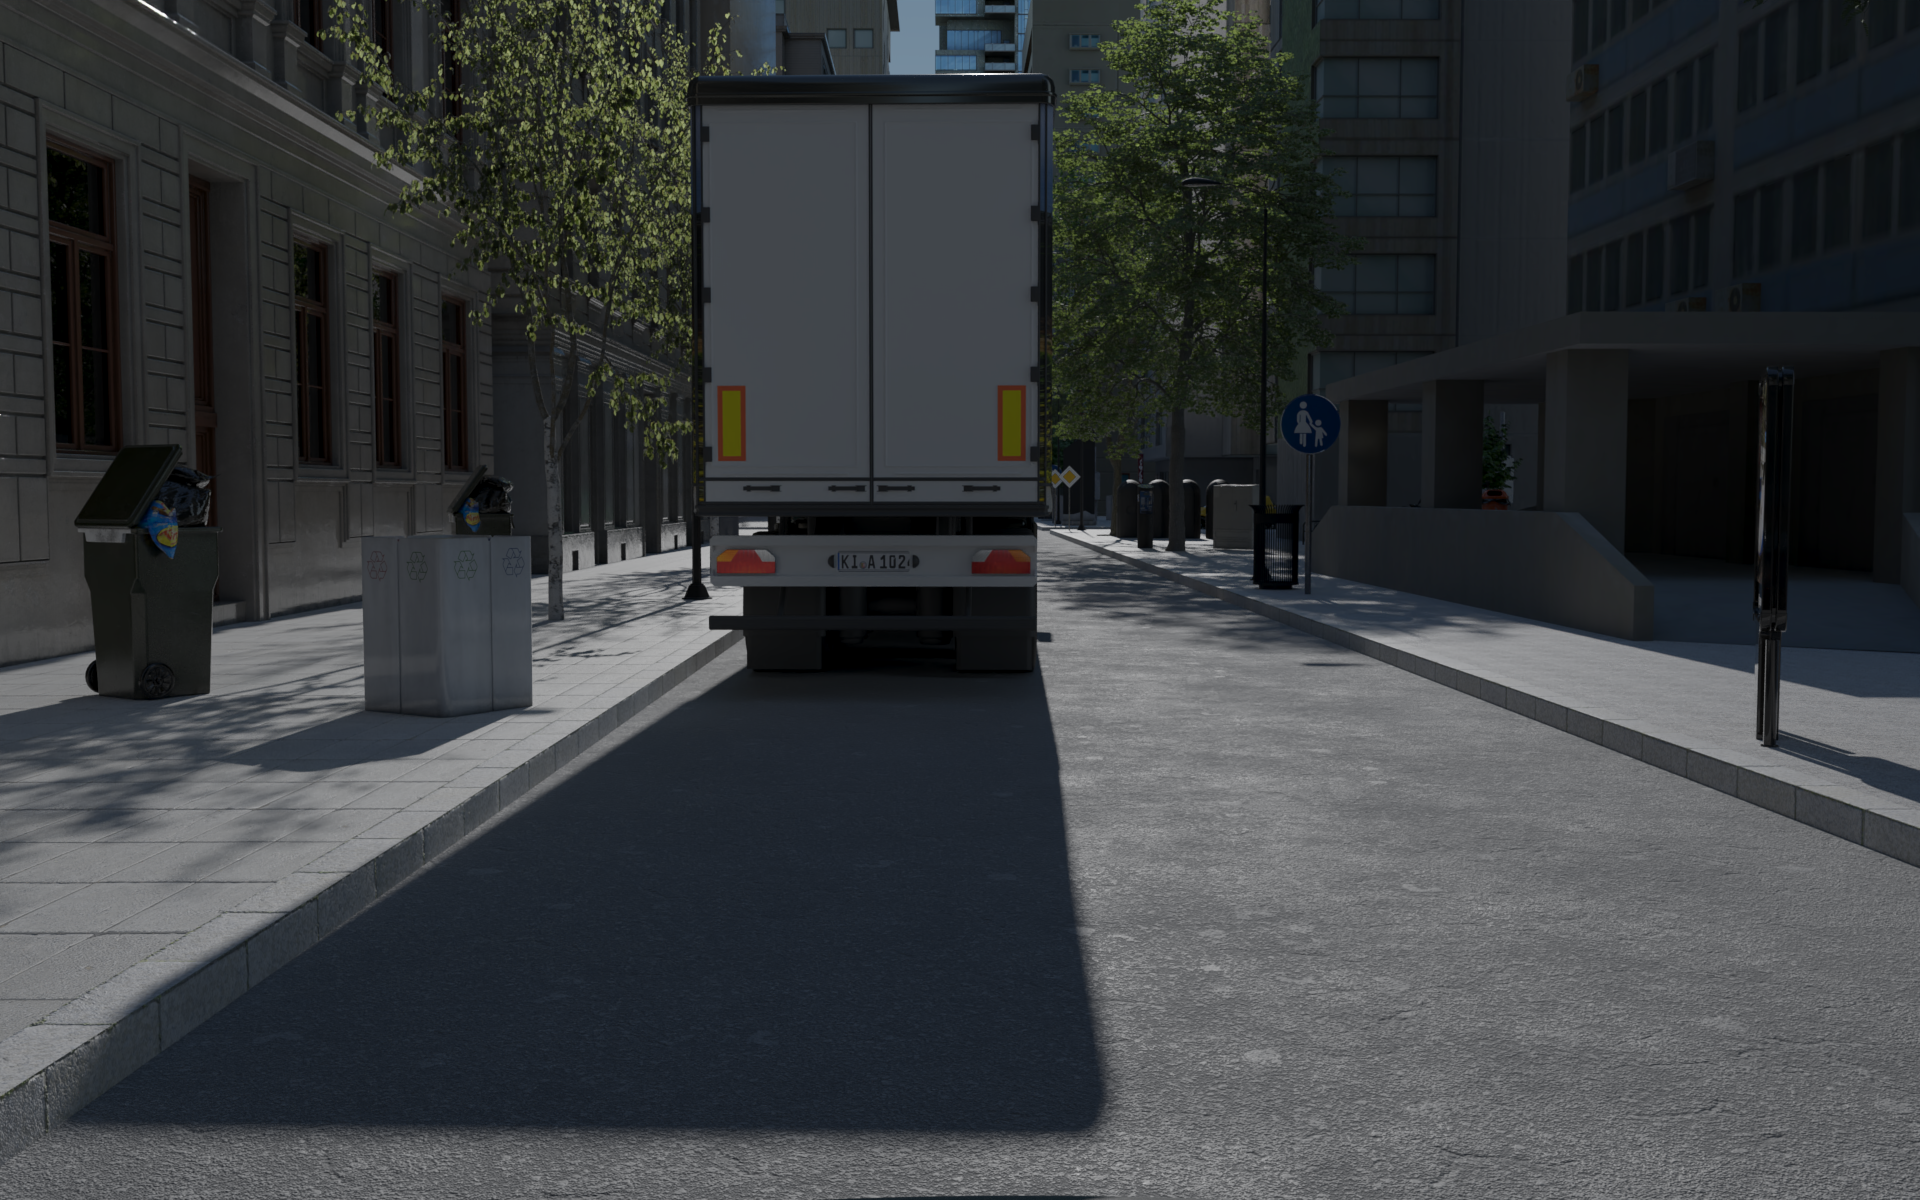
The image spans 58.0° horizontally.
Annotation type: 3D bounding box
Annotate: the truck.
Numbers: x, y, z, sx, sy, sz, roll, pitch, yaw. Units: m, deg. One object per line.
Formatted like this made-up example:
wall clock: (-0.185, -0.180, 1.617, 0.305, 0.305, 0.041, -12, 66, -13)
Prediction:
truck: (-0.449, -1.731, 17.216, 2.839, 4.237, 11.283, 0, 4, 2)

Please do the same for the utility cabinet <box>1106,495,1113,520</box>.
utility cabinet: (7.413, -4.505, 84.813, 0.306, 1.237, 1.020, 1, 4, 20)

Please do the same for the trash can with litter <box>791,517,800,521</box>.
trash can with litter: (-4.624, -2.083, 45.443, 1.055, 1.170, 0.624, -1, 4, -13)

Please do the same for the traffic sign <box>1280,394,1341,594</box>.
traffic sign: (4.456, -1.346, 22.111, 0.768, 2.556, 0.104, 0, 4, 2)

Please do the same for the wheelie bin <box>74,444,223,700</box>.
wheelie bin: (-5.173, -0.194, 11.079, 0.980, 1.594, 0.693, 2, 4, 34)

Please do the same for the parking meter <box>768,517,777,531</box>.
parking meter: (-4.656, -2.153, 43.608, 0.372, 1.533, 0.369, 0, 3, 0)

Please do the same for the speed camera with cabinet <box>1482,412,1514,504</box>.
speed camera with cabinet: (12.649, -2.942, 42.437, 0.660, 3.252, 2.038, -2, 4, -23)

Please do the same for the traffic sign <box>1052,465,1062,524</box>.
traffic sign: (4.059, -4.606, 75.409, 0.768, 2.556, 0.104, 1, 4, 9)

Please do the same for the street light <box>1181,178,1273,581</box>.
street light: (3.951, -3.246, 25.611, 1.470, 5.913, 1.316, 0, 4, 0)

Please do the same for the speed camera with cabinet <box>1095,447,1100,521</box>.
speed camera with cabinet: (5.215, -4.806, 72.909, 0.660, 3.252, 2.038, -1, 4, -20)

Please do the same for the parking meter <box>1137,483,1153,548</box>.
parking meter: (4.398, -1.999, 41.087, 0.372, 1.533, 0.369, 0, 3, 0)

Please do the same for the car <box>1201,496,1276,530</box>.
car: (10.250, -3.409, 65.964, 3.980, 1.641, 2.015, 0, 4, 0)

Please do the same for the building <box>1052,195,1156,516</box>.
building: (20.461, -16.493, 114.706, 27.650, 21.520, 28.899, 0, 4, 0)

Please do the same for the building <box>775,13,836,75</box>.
building: (-12.797, -16.285, 85.323, 14.314, 24.678, 30.058, 0, 4, 0)

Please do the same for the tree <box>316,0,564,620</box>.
tree: (-4.081, -4.086, 17.162, 4.360, 8.622, 3.978, 0, 3, 0)

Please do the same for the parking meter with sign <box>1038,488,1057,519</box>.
parking meter with sign: (4.754, -5.662, 88.829, 1.738, 3.016, 0.543, 3, 5, 42)

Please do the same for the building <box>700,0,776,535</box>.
building: (-15.695, -16.271, 51.934, 20.117, 28.700, 13.634, 0, 4, 0)

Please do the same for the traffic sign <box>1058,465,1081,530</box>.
traffic sign: (3.846, -3.504, 60.938, 0.795, 2.450, 0.064, 0, 4, 0)

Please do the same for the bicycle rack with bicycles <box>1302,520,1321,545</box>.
bicycle rack with bicycles: (9.833, -1.804, 42.884, 2.925, 0.926, 2.852, 0, 4, -6)

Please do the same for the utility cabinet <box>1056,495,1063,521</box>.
utility cabinet: (4.571, -4.135, 78.772, 0.306, 1.237, 1.020, -1, 4, -9)

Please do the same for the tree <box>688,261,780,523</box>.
tree: (-3.779, -5.257, 36.309, 4.737, 8.622, 4.395, 0, 3, 0)

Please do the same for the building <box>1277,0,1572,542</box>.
building: (16.256, -22.479, 51.127, 14.154, 41.232, 14.086, 0, 4, 0)

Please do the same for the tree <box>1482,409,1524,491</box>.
tree: (11.991, -2.715, 38.994, 1.663, 3.219, 1.824, 0, 3, 0)

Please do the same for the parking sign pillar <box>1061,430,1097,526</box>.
parking sign pillar: (4.867, -5.036, 70.810, 1.447, 3.967, 1.447, 0, 4, 5)

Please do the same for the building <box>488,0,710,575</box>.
building: (-11.170, -11.417, 35.814, 9.793, 20.994, 18.267, 0, 4, 0)

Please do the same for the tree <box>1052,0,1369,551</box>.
tree: (5.295, -7.368, 38.598, 7.486, 12.596, 7.792, 0, 3, 0)

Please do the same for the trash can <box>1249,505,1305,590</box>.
trash can: (4.267, -0.718, 23.385, 0.748, 1.137, 0.748, 0, 3, 0)

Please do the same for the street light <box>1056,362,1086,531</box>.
street light: (3.744, -5.403, 60.887, 1.470, 5.913, 1.316, 0, 4, 0)

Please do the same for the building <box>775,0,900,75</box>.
building: (-20.552, -35.600, 171.296, 28.713, 52.752, 27.495, 0, 4, 0)

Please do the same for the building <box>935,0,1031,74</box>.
building: (8.269, -56.638, 238.700, 31.000, 86.520, 22.319, 0, 4, 0)

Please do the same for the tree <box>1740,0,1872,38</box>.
tree: (4.805, -4.302, 4.745, 8.767, 10.594, 7.601, 0, 4, 5)

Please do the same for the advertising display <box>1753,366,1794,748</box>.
advertising display: (4.275, -0.240, 9.133, 0.123, 1.923, 0.974, 1, 4, 22)

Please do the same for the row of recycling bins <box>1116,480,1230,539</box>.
row of recycling bins: (6.223, -2.642, 50.314, 3.534, 1.692, 1.069, 2, 4, 24)

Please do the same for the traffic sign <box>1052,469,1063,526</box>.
traffic sign: (3.782, -3.993, 68.923, 0.795, 2.450, 0.064, 0, 4, 0)

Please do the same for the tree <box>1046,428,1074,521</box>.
tree: (4.711, -6.155, 84.356, 4.285, 4.588, 4.351, 0, 3, 0)

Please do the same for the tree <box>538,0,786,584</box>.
tree: (-3.951, -4.711, 27.391, 4.360, 8.622, 3.978, 0, 3, 0)

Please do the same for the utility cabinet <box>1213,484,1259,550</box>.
utility cabinet: (6.317, -1.892, 39.608, 0.318, 1.500, 1.173, -3, 4, -39)

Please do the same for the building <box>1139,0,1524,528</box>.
building: (15.658, -24.079, 77.291, 14.086, 41.232, 14.154, 0, 4, 0)

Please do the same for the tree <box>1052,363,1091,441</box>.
tree: (5.224, -8.806, 94.345, 4.737, 8.622, 4.395, 0, 3, 0)

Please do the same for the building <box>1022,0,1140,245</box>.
building: (16.856, -32.925, 162.031, 21.300, 48.544, 21.600, 0, 4, 0)

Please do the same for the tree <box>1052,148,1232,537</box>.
tree: (4.686, -7.750, 52.461, 9.928, 11.665, 9.643, 0, 3, 0)

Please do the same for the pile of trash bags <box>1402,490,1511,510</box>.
pile of trash bags: (9.586, -1.596, 35.852, 3.447, 1.369, 1.912, 1, 4, 17)

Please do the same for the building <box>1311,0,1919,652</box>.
building: (21.923, -20.125, 20.932, 32.217, 40.220, 23.993, 0, 4, 0)

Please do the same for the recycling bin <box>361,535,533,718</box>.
recycling bin: (-3.061, 0.134, 10.358, 0.722, 1.027, 0.722, 2, 4, 32)

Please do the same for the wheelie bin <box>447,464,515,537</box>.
wheelie bin: (-5.166, -0.662, 18.726, 0.693, 1.594, 0.980, -1, 4, -21)

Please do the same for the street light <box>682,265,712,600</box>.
street light: (-2.669, -2.962, 20.965, 1.470, 5.913, 1.316, 0, 4, 0)

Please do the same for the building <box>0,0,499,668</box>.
building: (-12.061, -11.000, 16.006, 11.583, 22.565, 21.152, 0, 4, 0)

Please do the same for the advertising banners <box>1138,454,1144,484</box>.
advertising banners: (8.122, -4.786, 74.440, 0.090, 3.025, 2.074, -1, 4, -22)
